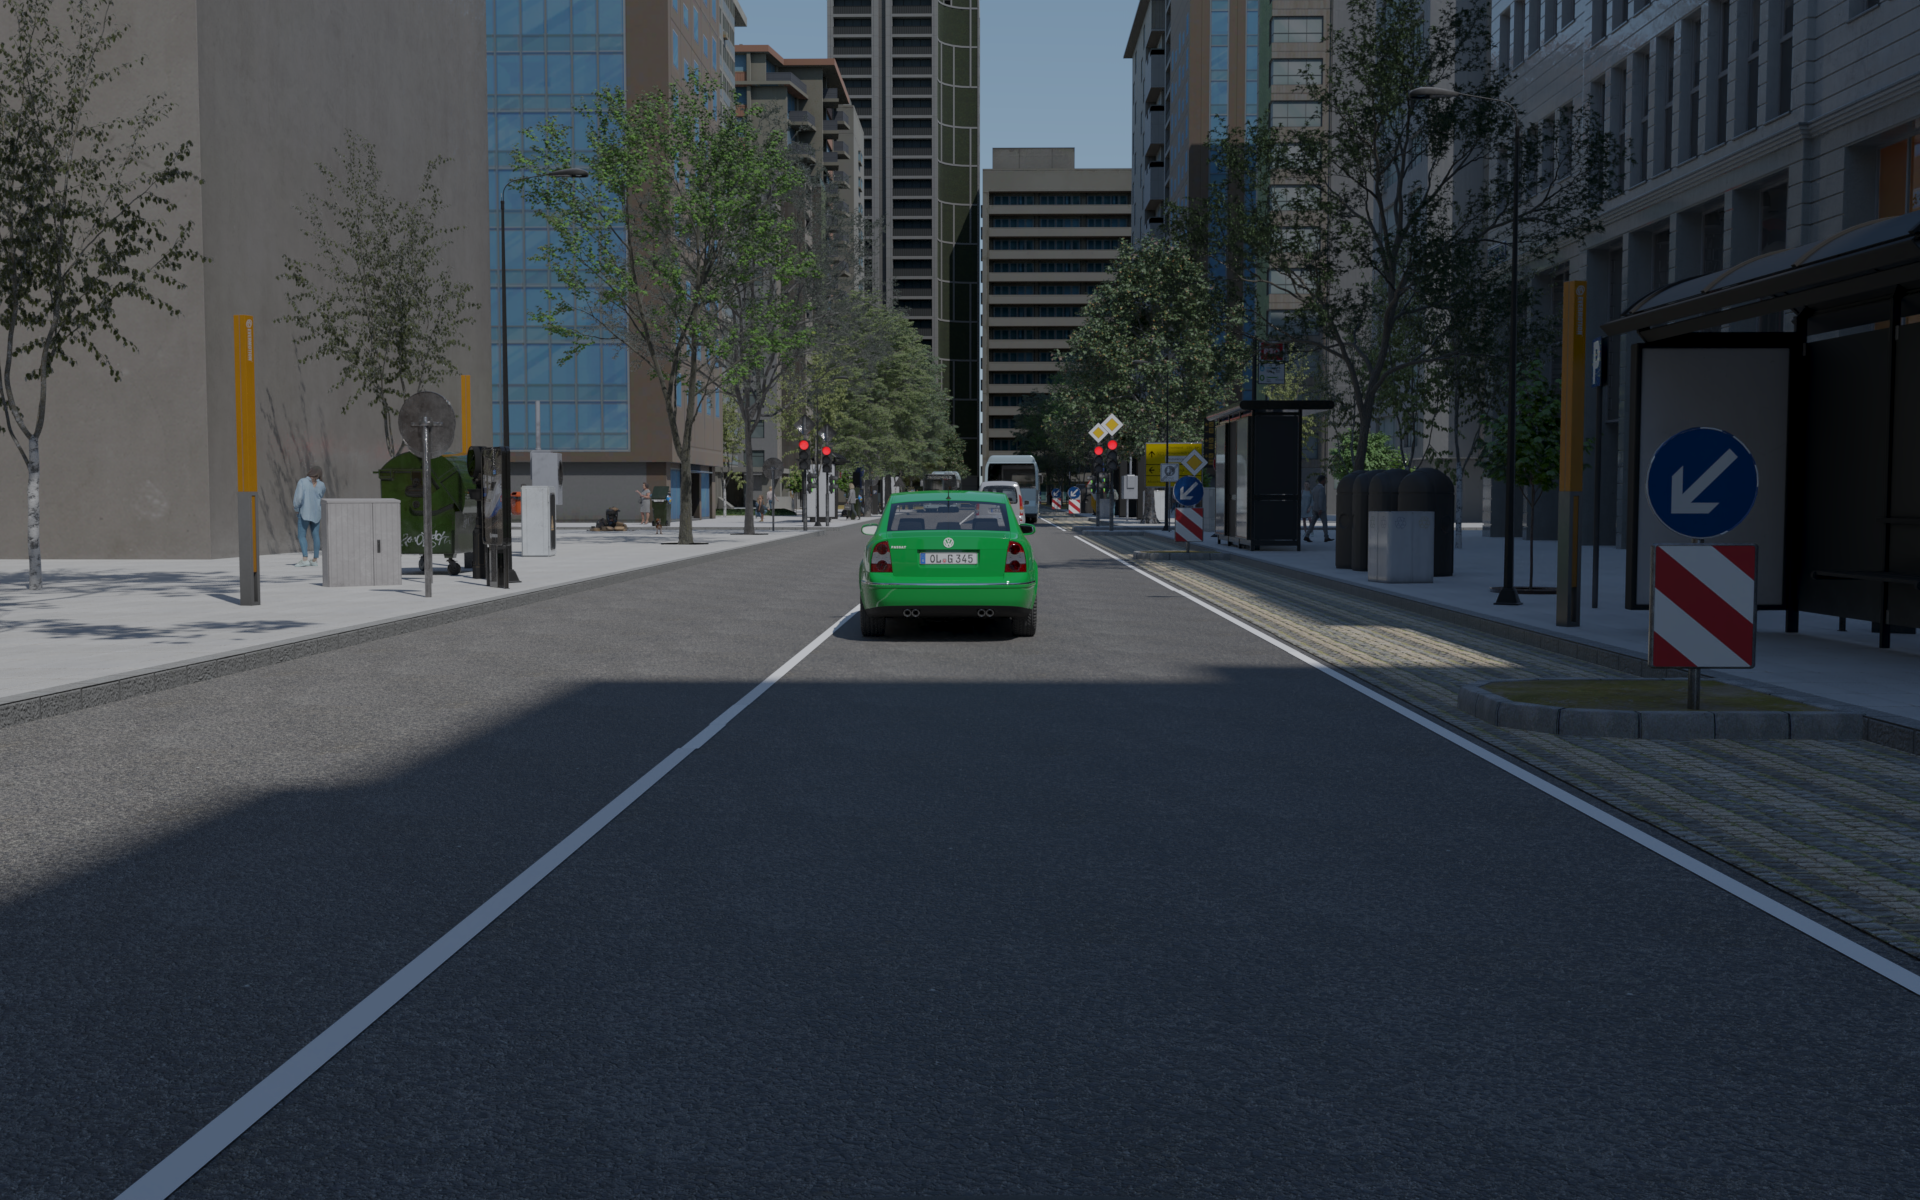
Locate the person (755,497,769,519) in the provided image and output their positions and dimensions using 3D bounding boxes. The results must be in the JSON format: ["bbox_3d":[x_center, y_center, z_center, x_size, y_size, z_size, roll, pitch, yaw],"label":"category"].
[{"bbox_3d":[-10.299,-4.814,90.244,0.738,1.151,1.012,2,4,31],"label":"person"}]

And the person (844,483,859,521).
[{"bbox_3d":[-5.253,-4.749,83.867,0.728,1.800,0.709,1,4,19],"label":"person"}]

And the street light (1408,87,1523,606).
[{"bbox_3d":[5.821,-2.899,19.938,1.470,5.913,1.316,0,4,1],"label":"street light"}]

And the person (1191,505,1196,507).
[{"bbox_3d":[15.510,-6.537,114.730,0.589,1.601,0.330,0,4,3],"label":"person"}]

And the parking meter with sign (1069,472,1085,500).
[{"bbox_3d":[9.319,-8.399,133.586,1.738,3.016,0.543,0,4,-1],"label":"parking meter with sign"}]

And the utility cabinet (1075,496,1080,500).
[{"bbox_3d":[8.510,-6.825,122.751,1.020,1.237,0.306,-2,4,-29],"label":"utility cabinet"}]

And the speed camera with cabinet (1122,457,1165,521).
[{"bbox_3d":[8.811,-5.431,83.137,2.038,3.252,0.660,0,4,-7],"label":"speed camera with cabinet"}]

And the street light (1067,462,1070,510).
[{"bbox_3d":[8.435,-10.393,142.462,1.470,5.913,1.316,0,4,1],"label":"street light"}]

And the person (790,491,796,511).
[{"bbox_3d":[-12.987,-7.762,132.860,0.836,1.842,0.656,1,4,12],"label":"person"}]

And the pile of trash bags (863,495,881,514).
[{"bbox_3d":[-6.078,-6.332,113.280,1.912,1.369,3.447,0,4,-1],"label":"pile of trash bags"}]

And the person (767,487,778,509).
[{"bbox_3d":[-11.255,-5.947,103.955,0.731,1.740,0.598,0,4,-1],"label":"person"}]

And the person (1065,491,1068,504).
[{"bbox_3d":[13.392,-12.768,215.581,0.721,1.735,1.217,1,4,10],"label":"person"}]

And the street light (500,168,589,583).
[{"bbox_3d":[-5.995,-3.201,24.877,1.470,5.913,1.316,0,4,1],"label":"street light"}]

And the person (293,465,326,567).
[{"bbox_3d":[-11.534,-1.493,30.721,0.793,1.790,0.793,0,4,6],"label":"person"}]

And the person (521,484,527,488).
[{"bbox_3d":[-18.303,-4.049,73.088,0.643,1.720,0.563,-2,4,-35],"label":"person"}]

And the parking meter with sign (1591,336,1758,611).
[{"bbox_3d":[7.947,-1.404,19.224,1.738,3.016,0.543,1,4,11],"label":"parking meter with sign"}]

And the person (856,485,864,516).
[{"bbox_3d":[-5.865,-5.763,100.547,0.850,1.792,0.678,2,4,31],"label":"person"}]

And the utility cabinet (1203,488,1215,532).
[{"bbox_3d":[8.710,-3.067,58.827,0.318,1.500,1.173,3,5,43],"label":"utility cabinet"}]

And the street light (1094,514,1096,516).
[{"bbox_3d":[7.585,-7.937,102.309,1.470,5.913,1.316,0,4,1],"label":"street light"}]

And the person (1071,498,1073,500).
[{"bbox_3d":[14.229,-13.096,220.128,0.705,1.831,1.348,-1,4,-12],"label":"person"}]

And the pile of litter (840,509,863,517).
[{"bbox_3d":[-6.004,-5.127,97.789,1.719,0.858,1.176,-1,4,-19],"label":"pile of litter"}]

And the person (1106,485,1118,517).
[{"bbox_3d":[8.123,-5.335,93.255,0.794,1.824,0.713,0,4,3],"label":"person"}]

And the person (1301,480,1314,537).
[{"bbox_3d":[10.502,-2.777,52.454,0.512,1.701,0.522,1,4,21],"label":"person"}]

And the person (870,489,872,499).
[{"bbox_3d":[-8.305,-9.634,164.380,1.217,1.723,0.721,3,4,38],"label":"person"}]

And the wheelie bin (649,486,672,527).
[{"bbox_3d":[-11.826,-3.708,68.527,0.980,1.594,0.693,1,4,12],"label":"wheelie bin"}]

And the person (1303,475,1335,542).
[{"bbox_3d":[9.557,-2.434,46.119,0.850,1.792,0.678,-1,4,-17],"label":"person"}]

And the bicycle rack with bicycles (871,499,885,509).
[{"bbox_3d":[-6.164,-6.543,120.360,2.852,0.926,2.925,-3,4,-38],"label":"bicycle rack with bicycles"}]

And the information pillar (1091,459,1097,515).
[{"bbox_3d":[8.101,-6.934,104.723,0.183,3.616,0.504,-2,4,-27],"label":"information pillar"}]

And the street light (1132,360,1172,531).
[{"bbox_3d":[6.662,-5.362,60.203,1.470,5.913,1.316,0,4,1],"label":"street light"}]

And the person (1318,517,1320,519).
[{"bbox_3d":[18.837,-5.158,90.710,0.599,1.781,0.374,-1,4,-23],"label":"person"}]

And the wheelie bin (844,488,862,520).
[{"bbox_3d":[-5.278,-4.756,85.675,0.980,1.594,0.693,1,4,13],"label":"wheelie bin"}]

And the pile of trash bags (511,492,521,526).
[{"bbox_3d":[-18.619,-3.646,69.367,3.447,1.369,1.912,3,4,36],"label":"pile of trash bags"}]

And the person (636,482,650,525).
[{"bbox_3d":[-13.370,-4.068,72.920,0.532,1.782,0.716,-3,5,-44],"label":"person"}]

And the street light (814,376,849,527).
[{"bbox_3d":[-5.086,-5.861,68.369,1.470,5.913,1.316,0,4,1],"label":"street light"}]

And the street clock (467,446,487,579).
[{"bbox_3d":[-7.265,-1.321,26.172,0.358,2.002,0.471,-2,4,-31],"label":"street clock"}]

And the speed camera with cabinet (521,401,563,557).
[{"bbox_3d":[-8.710,-2.557,36.135,0.660,3.252,2.038,0,4,-5],"label":"speed camera with cabinet"}]

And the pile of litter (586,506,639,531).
[{"bbox_3d":[-12.026,-2.814,59.970,1.719,0.858,1.176,0,4,7],"label":"pile of litter"}]

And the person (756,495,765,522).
[{"bbox_3d":[-9.246,-4.255,80.289,0.373,1.253,0.362,1,4,12],"label":"person"}]

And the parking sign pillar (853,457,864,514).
[{"bbox_3d":[-6.031,-6.991,102.776,1.447,3.967,1.447,1,4,9],"label":"parking sign pillar"}]

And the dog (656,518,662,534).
[{"bbox_3d":[-9.597,-2.343,55.140,0.540,0.507,0.406,3,4,36],"label":"dog"}]

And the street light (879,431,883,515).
[{"bbox_3d":[-4.309,-8.285,108.005,1.470,5.913,1.316,0,4,1],"label":"street light"}]

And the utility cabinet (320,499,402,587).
[{"bbox_3d":[-8.351,-0.796,24.182,1.020,1.237,0.306,-3,4,-37],"label":"utility cabinet"}]

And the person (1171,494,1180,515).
[{"bbox_3d":[13.312,-6.139,107.006,0.593,1.750,0.643,-2,4,-25],"label":"person"}]

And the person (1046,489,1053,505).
[{"bbox_3d":[10.410,-11.747,198.072,1.348,1.831,0.705,3,4,38],"label":"person"}]
